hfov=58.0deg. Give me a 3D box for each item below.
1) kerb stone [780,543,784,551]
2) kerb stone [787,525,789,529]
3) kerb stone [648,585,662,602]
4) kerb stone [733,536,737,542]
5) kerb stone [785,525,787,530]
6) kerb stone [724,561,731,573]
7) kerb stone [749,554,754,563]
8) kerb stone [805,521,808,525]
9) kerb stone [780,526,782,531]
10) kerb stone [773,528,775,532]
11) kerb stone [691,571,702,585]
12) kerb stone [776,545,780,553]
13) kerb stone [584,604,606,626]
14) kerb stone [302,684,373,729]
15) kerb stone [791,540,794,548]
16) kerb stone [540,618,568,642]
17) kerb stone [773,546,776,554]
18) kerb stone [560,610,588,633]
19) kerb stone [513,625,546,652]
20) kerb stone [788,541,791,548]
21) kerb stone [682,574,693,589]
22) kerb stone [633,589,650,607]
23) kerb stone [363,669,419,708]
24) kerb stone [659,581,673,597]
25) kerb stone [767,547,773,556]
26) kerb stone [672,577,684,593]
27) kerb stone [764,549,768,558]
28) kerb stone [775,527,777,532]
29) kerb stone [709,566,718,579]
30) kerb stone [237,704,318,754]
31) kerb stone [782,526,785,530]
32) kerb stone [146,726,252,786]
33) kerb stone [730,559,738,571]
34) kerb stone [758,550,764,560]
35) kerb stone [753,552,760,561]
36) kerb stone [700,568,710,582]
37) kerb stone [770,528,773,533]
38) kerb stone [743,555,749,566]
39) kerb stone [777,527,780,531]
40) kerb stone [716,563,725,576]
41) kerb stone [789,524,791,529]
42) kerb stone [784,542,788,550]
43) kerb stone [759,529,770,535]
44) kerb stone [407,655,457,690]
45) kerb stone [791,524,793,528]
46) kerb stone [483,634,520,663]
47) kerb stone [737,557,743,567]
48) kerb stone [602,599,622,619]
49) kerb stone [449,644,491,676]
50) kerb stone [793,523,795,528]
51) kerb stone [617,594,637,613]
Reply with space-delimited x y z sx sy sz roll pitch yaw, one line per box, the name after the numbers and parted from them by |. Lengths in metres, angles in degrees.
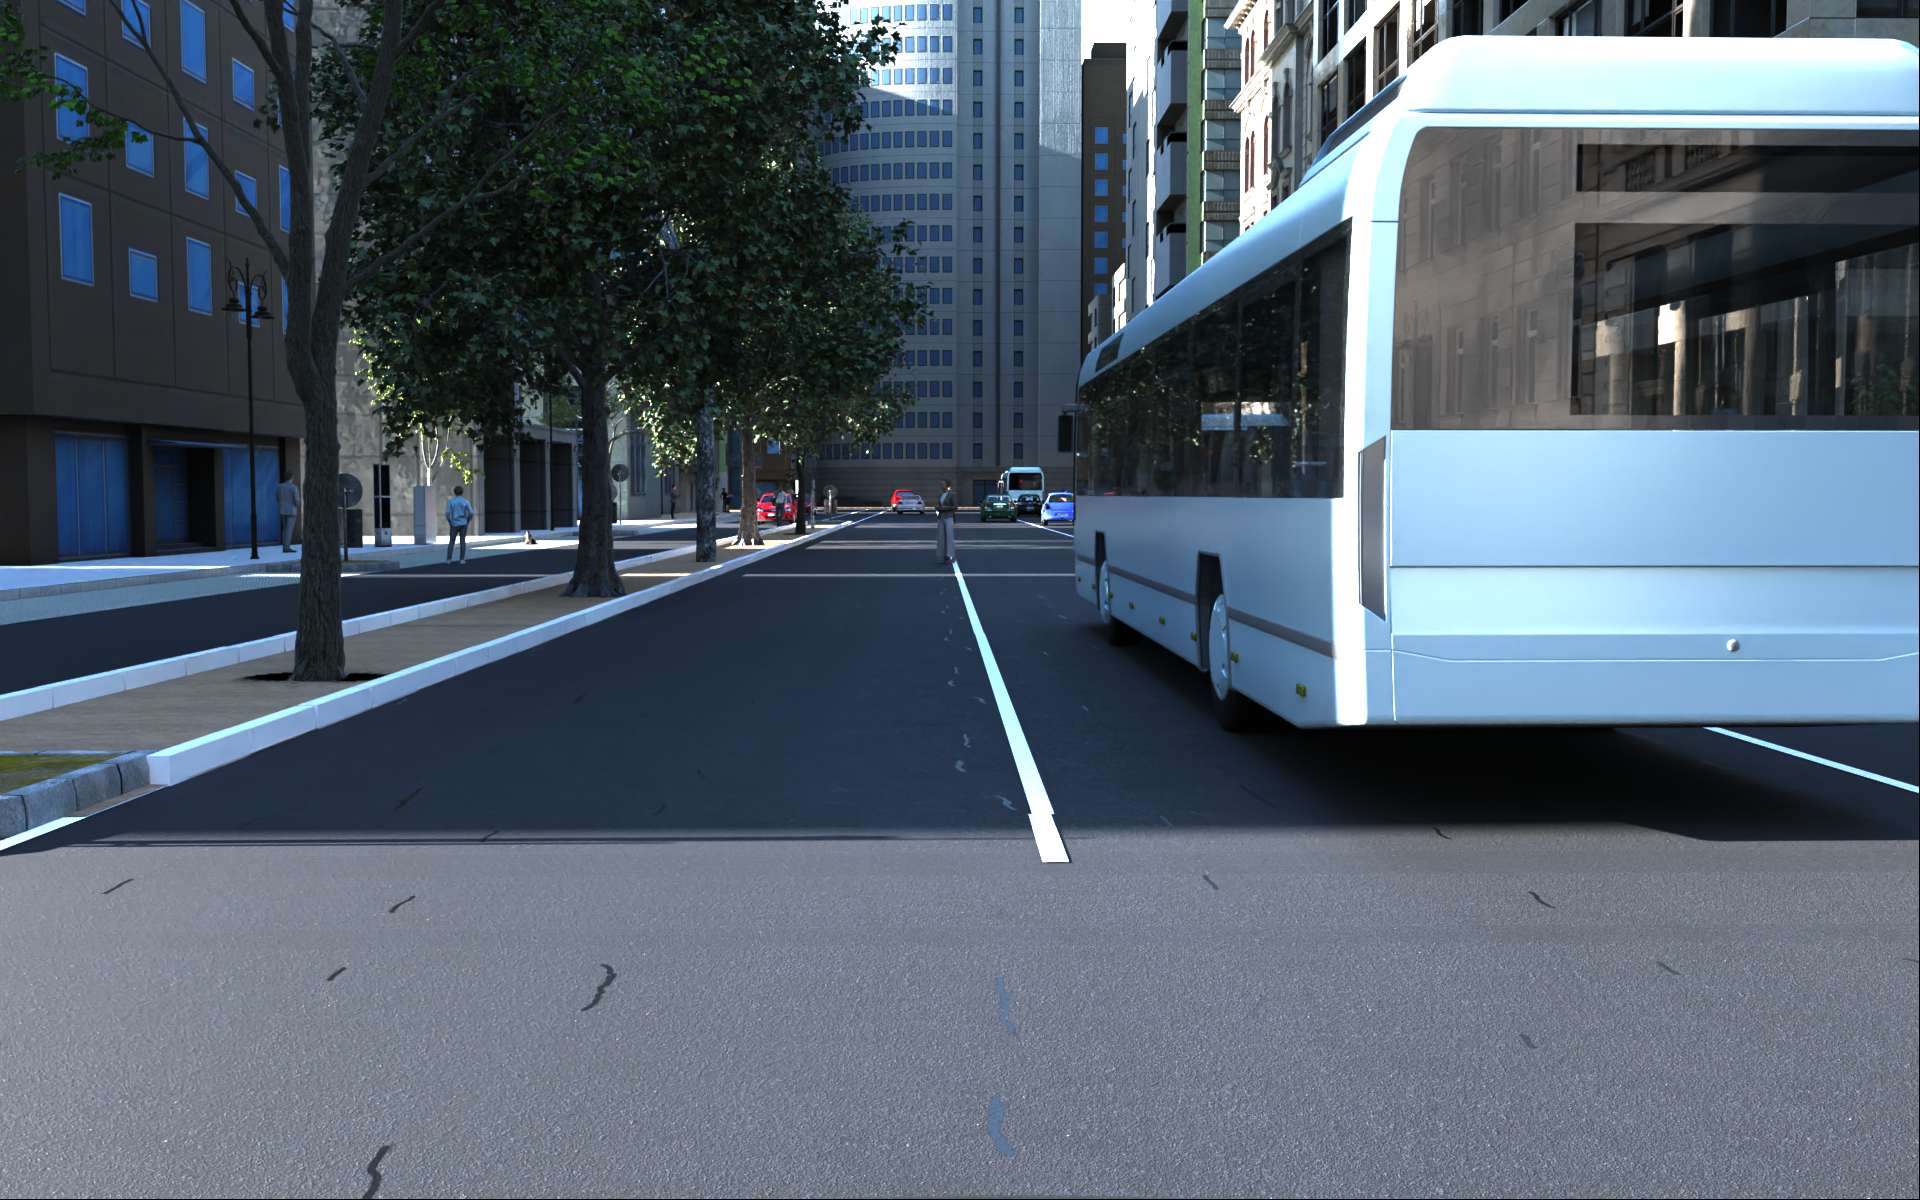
-4.510 -1.261 42.812 0.120 0.150 1.000 0 4 -1 | kerb stone
-7.050 -2.890 69.446 0.120 0.150 1.000 0 4 -1 | kerb stone
-4.184 -0.063 23.311 0.120 0.150 1.000 0 4 -1 | kerb stone
-6.745 -1.758 50.993 0.120 0.150 1.000 0 4 -1 | kerb stone
-7.046 -2.827 68.424 0.120 0.150 1.000 0 4 -1 | kerb stone
-4.321 -0.569 31.497 0.120 0.150 1.000 0 4 -1 | kerb stone
-4.390 -0.818 35.610 0.120 0.150 1.000 0 4 -1 | kerb stone
-7.264 -3.643 81.775 0.120 0.150 1.000 0 4 -1 | kerb stone
-7.006 -2.702 66.374 0.120 0.150 1.000 0 4 -1 | kerb stone
-6.958 -2.514 63.295 0.120 0.150 1.000 0 4 -1 | kerb stone
-4.253 -0.318 27.403 0.120 0.150 1.000 0 4 -1 | kerb stone
-4.498 -1.197 41.790 0.120 0.150 1.000 0 4 -1 | kerb stone
-4.112 0.182 19.223 0.120 0.150 1.000 0 4 -1 | kerb stone
-3.973 0.683 11.026 0.120 0.150 1.000 0 4 -1 | kerb stone
-4.564 -1.449 45.881 0.120 0.150 1.000 0 4 -1 | kerb stone
-4.078 0.310 17.168 0.120 0.150 1.000 0 4 -1 | kerb stone
-4.484 -1.135 40.757 0.120 0.150 1.000 0 4 -1 | kerb stone
-4.097 0.245 18.196 0.120 0.150 1.000 0 4 -1 | kerb stone
-4.058 0.370 16.144 0.120 0.150 1.000 0 4 -1 | kerb stone
-4.544 -1.386 44.858 0.120 0.150 1.000 0 4 -1 | kerb stone
-4.238 -0.256 26.377 0.120 0.150 1.000 0 4 -1 | kerb stone
-4.163 -0.006 22.289 0.120 0.150 1.000 0 4 -1 | kerb stone
-3.990 0.620 12.054 0.120 0.150 1.000 0 4 -1 | kerb stone
-4.200 -0.131 24.333 0.120 0.150 1.000 0 4 -1 | kerb stone
-4.460 -1.072 39.728 0.120 0.150 1.000 0 4 -1 | kerb stone
-4.212 -0.193 25.355 0.120 0.150 1.000 0 4 -1 | kerb stone
-4.443 -1.009 38.686 0.120 0.150 1.000 0 4 -1 | kerb stone
-6.979 -2.576 64.318 0.120 0.150 1.000 0 4 -1 | kerb stone
-4.283 -0.444 29.453 0.120 0.150 1.000 0 4 -1 | kerb stone
-3.964 0.749 10.003 0.120 0.150 1.000 0 4 -1 | kerb stone
-7.023 -2.765 67.396 0.120 0.150 1.000 0 4 -1 | kerb stone
-3.940 0.808 8.981 0.120 0.150 1.000 0 4 -1 | kerb stone
-4.337 -0.631 32.519 0.120 0.150 1.000 0 4 -1 | kerb stone
-4.417 -0.943 37.658 0.120 0.150 1.000 0 4 -1 | kerb stone
-4.403 -0.879 36.636 0.120 0.150 1.000 0 4 -1 | kerb stone
-4.267 -0.380 28.431 0.120 0.150 1.000 0 4 -1 | kerb stone
-6.931 -2.447 62.273 0.120 0.150 1.000 0 4 -1 | kerb stone
-4.376 -0.757 34.576 0.120 0.150 1.000 0 4 -1 | kerb stone
-6.990 -2.639 65.345 0.120 0.150 1.000 0 4 -1 | kerb stone
-4.298 -0.504 30.475 0.120 0.150 1.000 0 4 -1 | kerb stone
-7.077 -2.953 70.478 0.120 0.150 1.000 0 4 -1 | kerb stone
-4.526 -1.323 43.834 0.120 0.150 1.000 0 4 -1 | kerb stone
-6.919 -2.388 61.245 0.120 0.150 1.000 0 4 -1 | kerb stone
-4.013 0.558 13.076 0.120 0.150 1.000 0 4 -1 | kerb stone
-7.090 -3.016 71.510 0.120 0.150 1.000 0 4 -1 | kerb stone
-4.043 0.436 15.122 0.120 0.150 1.000 0 4 -1 | kerb stone
-4.358 -0.694 33.548 0.120 0.150 1.000 0 4 -1 | kerb stone
-4.132 0.119 20.245 0.120 0.150 1.000 0 4 -1 | kerb stone
-4.029 0.495 14.098 0.120 0.150 1.000 0 4 -1 | kerb stone
-7.104 -3.079 72.539 0.120 0.150 1.000 0 4 -1 | kerb stone
-4.148 0.057 21.267 0.120 0.150 1.000 0 4 -1 | kerb stone
